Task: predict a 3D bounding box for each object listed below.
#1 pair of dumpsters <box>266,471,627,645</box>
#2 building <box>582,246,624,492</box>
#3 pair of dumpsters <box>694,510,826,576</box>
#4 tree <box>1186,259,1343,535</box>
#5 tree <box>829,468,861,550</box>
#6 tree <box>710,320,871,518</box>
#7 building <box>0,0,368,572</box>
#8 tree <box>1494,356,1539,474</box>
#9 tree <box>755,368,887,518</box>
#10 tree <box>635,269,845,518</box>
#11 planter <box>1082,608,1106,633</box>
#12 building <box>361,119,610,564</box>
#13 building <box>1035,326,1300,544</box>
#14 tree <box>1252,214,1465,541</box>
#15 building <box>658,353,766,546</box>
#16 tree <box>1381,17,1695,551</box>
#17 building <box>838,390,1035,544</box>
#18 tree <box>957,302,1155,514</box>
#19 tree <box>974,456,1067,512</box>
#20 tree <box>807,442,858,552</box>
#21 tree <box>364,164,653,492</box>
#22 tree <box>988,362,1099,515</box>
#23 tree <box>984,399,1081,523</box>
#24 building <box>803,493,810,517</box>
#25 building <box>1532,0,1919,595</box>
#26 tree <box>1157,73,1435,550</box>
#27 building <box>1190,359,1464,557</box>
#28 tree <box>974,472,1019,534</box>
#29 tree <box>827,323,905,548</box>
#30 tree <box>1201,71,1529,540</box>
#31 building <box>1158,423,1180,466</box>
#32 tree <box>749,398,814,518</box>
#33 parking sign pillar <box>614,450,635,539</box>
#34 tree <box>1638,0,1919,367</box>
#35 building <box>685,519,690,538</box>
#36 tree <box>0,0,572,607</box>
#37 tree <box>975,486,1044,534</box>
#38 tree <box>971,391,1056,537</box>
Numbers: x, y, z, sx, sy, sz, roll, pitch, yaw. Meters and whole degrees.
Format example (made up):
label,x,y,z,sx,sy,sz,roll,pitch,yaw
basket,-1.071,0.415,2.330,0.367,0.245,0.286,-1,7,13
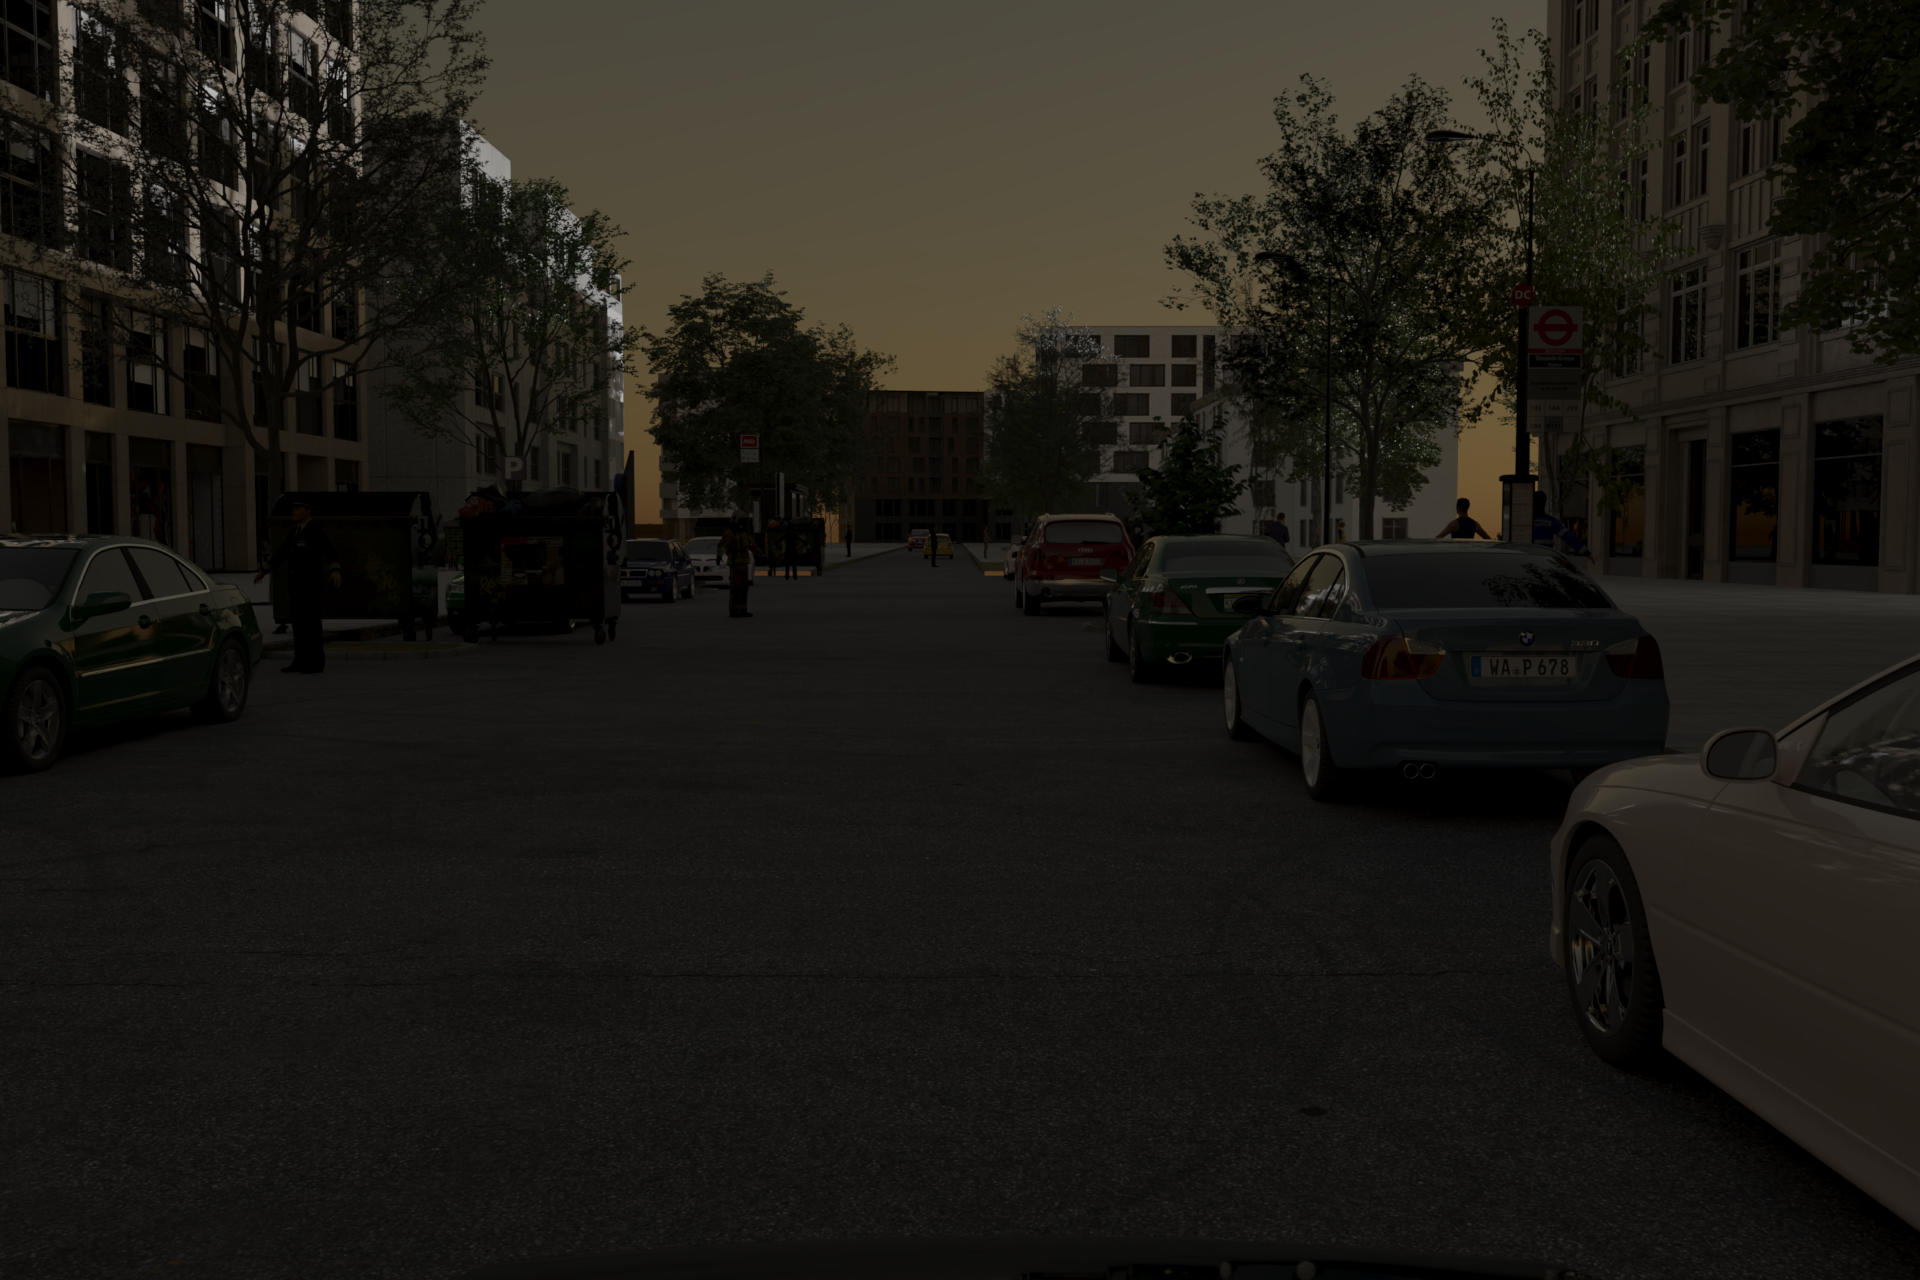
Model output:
label,x,y,z,sx,sy,sz,roll,pitch,yaw
pair of dumpsters,-6.692,-1.087,22.730,4.436,2.255,1.574,0,3,0
building,-29.289,-15.693,113.005,16.016,20.090,11.380,0,4,-1
pair of dumpsters,-6.815,-3.307,59.018,4.436,2.255,1.574,0,3,0
tree,7.906,-5.930,47.325,4.360,8.622,3.978,0,3,0
tree,-10.804,-11.715,141.896,4.360,8.622,3.978,0,3,0
tree,-10.039,-12.021,103.192,9.857,13.997,8.962,0,3,0
building,-32.681,-15.106,50.189,19.350,26.588,34.151,0,4,0
tree,27.605,-9.277,77.431,9.928,11.665,9.643,0,3,0
tree,-10.079,-12.581,116.069,12.009,13.543,11.850,0,3,0
tree,-10.378,-10.750,82.412,9.857,13.997,8.962,0,3,0
planter,2.841,-0.296,25.986,1.991,0.319,1.994,0,4,1
building,-29.673,-13.654,89.697,16.747,18.905,31.486,0,4,0
building,21.928,-20.951,186.525,27.936,21.610,32.646,0,4,0
tree,14.173,-8.764,61.418,7.486,12.596,7.792,0,3,0
building,-25.436,-19.885,181.544,16.016,20.090,11.380,0,4,0
tree,8.356,-4.533,24.477,4.737,8.622,4.395,0,3,0
building,-0.582,-25.076,256.419,32.646,21.610,27.936,-1,4,-10
tree,4.870,-11.156,92.772,12.009,13.543,11.850,0,3,0
tree,5.423,-13.019,147.270,8.767,10.594,7.601,0,4,-1
tree,-10.162,-10.790,126.783,4.360,8.622,3.978,0,3,0
tree,-12.396,-7.471,47.901,9.928,11.665,9.643,0,3,0
tree,5.358,-11.999,114.310,7.486,12.596,7.792,0,3,0
tree,5.267,-12.387,128.283,9.928,11.665,9.643,0,3,0
building,-24.012,-17.372,226.176,9.099,9.664,28.070,0,4,-1
building,24.445,-14.396,47.395,10.469,25.551,25.511,0,4,0
tree,14.375,-13.355,74.239,12.611,20.169,13.585,0,3,0
building,19.412,-9.476,97.079,9.099,9.664,28.070,0,4,-1
tree,5.144,-13.617,157.046,8.767,10.594,7.601,1,4,12
tree,-11.201,-18.476,157.978,12.611,20.169,13.585,0,3,0
tree,8.497,-6.125,34.559,7.601,10.594,8.767,-1,4,-12
building,21.028,-11.493,130.057,9.099,9.664,28.070,0,4,0
tree,-9.830,-8.614,91.205,4.737,8.622,4.395,0,3,0
parking sign pillar,-10.647,-4.070,55.016,1.447,3.967,1.447,0,4,0
tree,8.365,-5.733,11.859,7.486,12.596,7.792,0,3,0
building,-27.252,-20.896,198.072,16.016,20.090,11.380,0,4,1
tree,-12.371,-7.361,30.729,12.009,13.543,11.850,0,3,0
tree,5.536,-14.163,165.970,8.767,10.594,7.601,0,4,2
tree,4.776,-13.451,138.042,7.486,12.596,7.792,0,3,0
